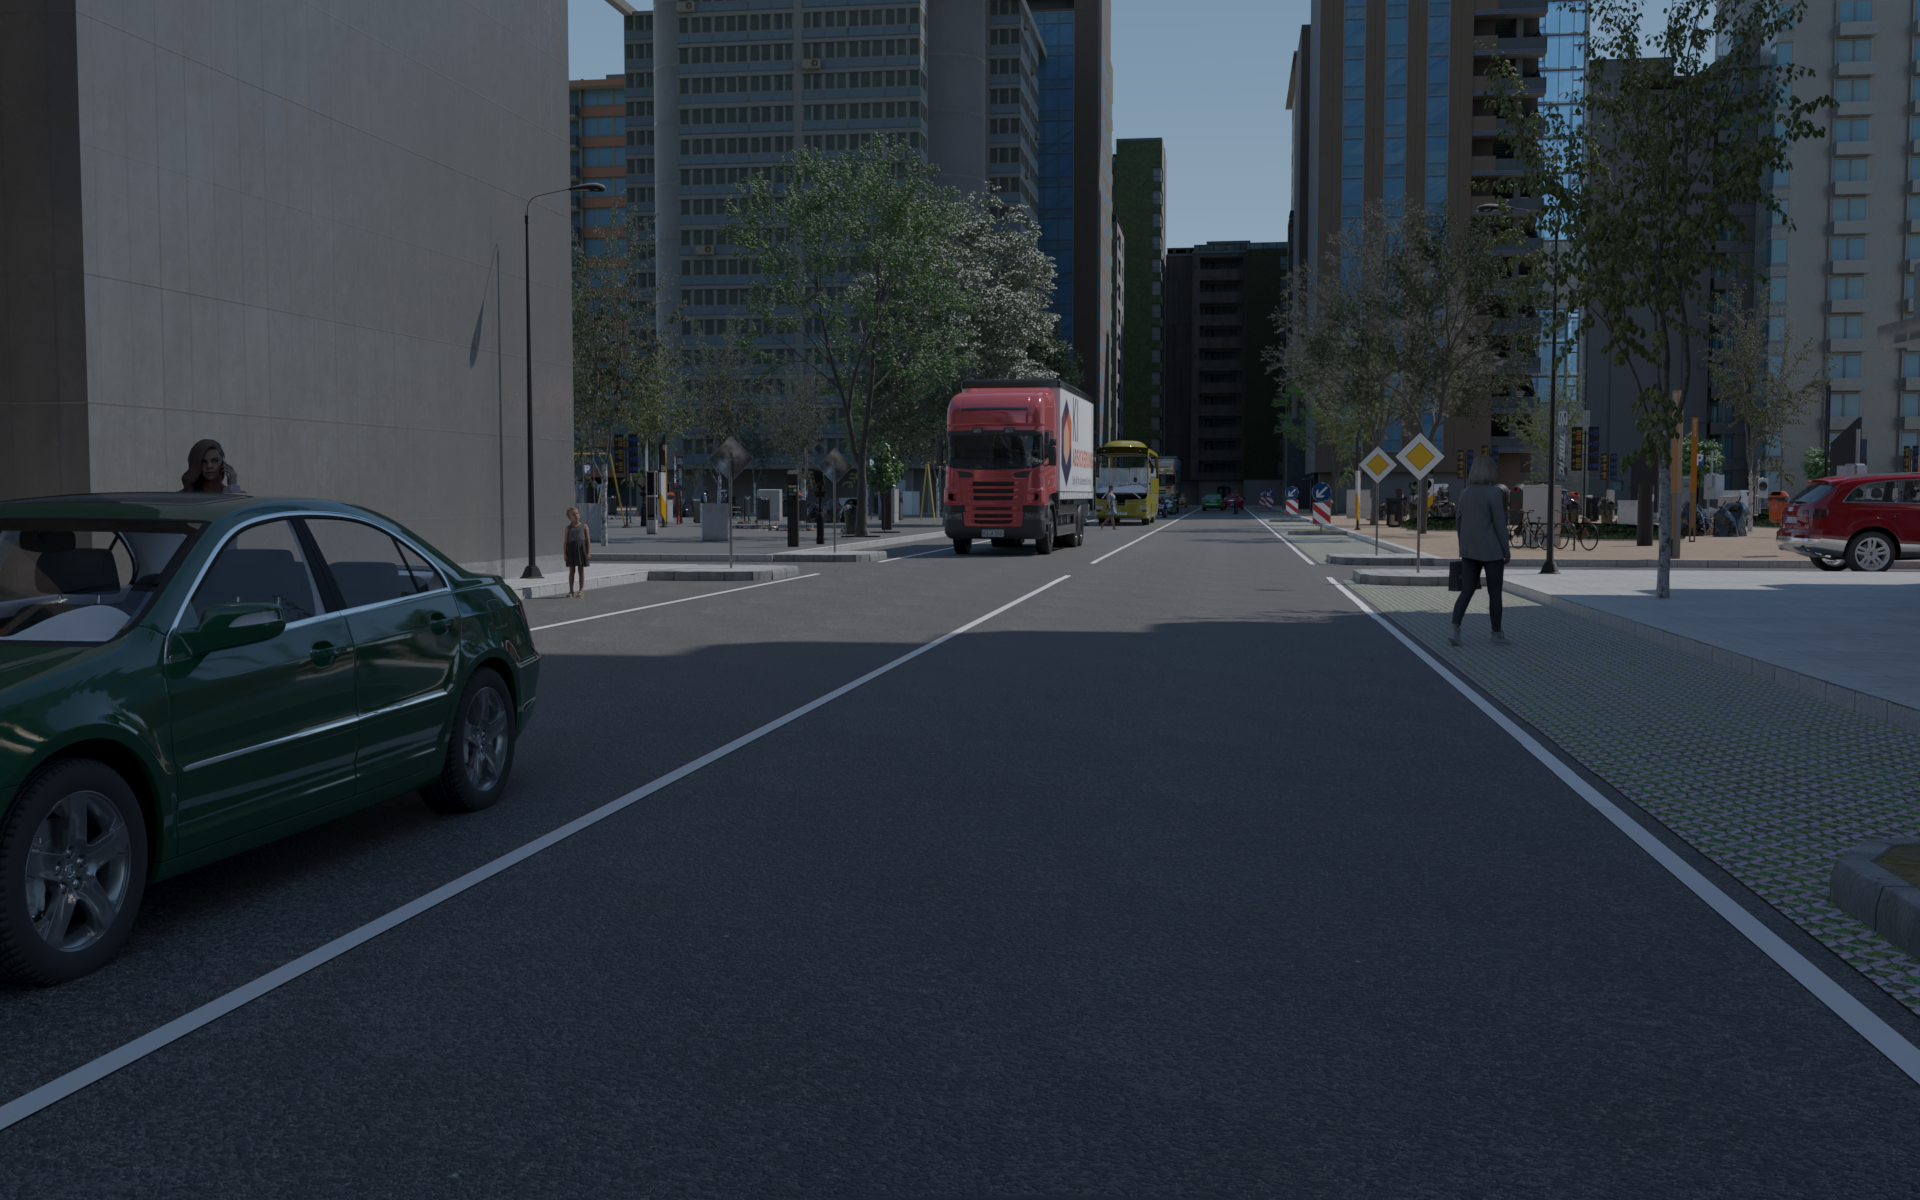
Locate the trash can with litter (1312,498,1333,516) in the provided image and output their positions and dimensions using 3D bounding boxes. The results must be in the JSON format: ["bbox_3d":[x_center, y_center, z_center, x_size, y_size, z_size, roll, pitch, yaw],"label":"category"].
[{"bbox_3d":[20.262,-5.226,96.831,1.055,1.170,0.624,0,4,-7],"label":"trash can with litter"}]

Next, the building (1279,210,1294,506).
[{"bbox_3d":[40.396,-24.786,176.951,14.160,30.474,14.107,1,4,9],"label":"building"}]

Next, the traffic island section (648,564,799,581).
[{"bbox_3d":[-3.981,-0.469,29.956,2.009,0.180,2.903,1,4,9],"label":"traffic island section"}]

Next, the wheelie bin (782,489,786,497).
[{"bbox_3d":[-11.175,-6.044,106.726,0.980,1.594,0.693,1,4,11],"label":"wheelie bin"}]

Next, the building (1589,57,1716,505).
[{"bbox_3d":[76.123,-35.025,196.367,21.600,48.544,21.300,1,4,9],"label":"building"}]

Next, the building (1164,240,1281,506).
[{"bbox_3d":[30.786,-26.224,200.468,14.107,30.474,14.160,1,4,9],"label":"building"}]

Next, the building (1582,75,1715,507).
[{"bbox_3d":[65.621,-29.908,172.596,14.086,41.232,14.154,1,4,9],"label":"building"}]

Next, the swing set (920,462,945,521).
[{"bbox_3d":[-0.086,-5.263,83.674,3.119,2.851,2.862,-1,4,-15],"label":"swing set"}]

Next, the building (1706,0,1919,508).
[{"bbox_3d":[87.629,-33.319,164.366,30.456,49.044,23.786,1,4,9],"label":"building"}]

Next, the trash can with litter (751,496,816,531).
[{"bbox_3d":[-5.975,-3.023,60.481,2.233,1.210,1.678,0,4,2],"label":"trash can with litter"}]

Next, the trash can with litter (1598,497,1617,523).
[{"bbox_3d":[27.572,-3.783,73.236,1.055,1.170,0.624,0,4,-5],"label":"trash can with litter"}]

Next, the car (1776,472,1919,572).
[{"bbox_3d":[17.579,-1.371,31.086,5.304,1.827,2.281,0,4,7],"label":"car"}]

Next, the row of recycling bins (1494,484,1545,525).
[{"bbox_3d":[22.651,-3.939,71.515,3.534,1.692,1.069,3,4,38],"label":"row of recycling bins"}]

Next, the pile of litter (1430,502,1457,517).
[{"bbox_3d":[25.893,-4.717,91.083,1.719,0.858,1.176,3,5,44],"label":"pile of litter"}]

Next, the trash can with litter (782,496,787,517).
[{"bbox_3d":[-9.619,-5.279,97.698,1.055,1.170,0.624,1,4,11],"label":"trash can with litter"}]

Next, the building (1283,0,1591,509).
[{"bbox_3d":[38.112,-50.508,138.472,22.319,86.520,31.000,1,4,9],"label":"building"}]

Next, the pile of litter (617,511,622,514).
[{"bbox_3d":[-22.422,-5.929,110.910,1.719,0.858,1.176,0,4,-6],"label":"pile of litter"}]

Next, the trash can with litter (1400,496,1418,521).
[{"bbox_3d":[18.670,-3.708,72.008,1.055,1.170,0.624,1,4,13],"label":"trash can with litter"}]

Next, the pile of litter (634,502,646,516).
[{"bbox_3d":[-19.216,-5.538,104.515,1.176,0.858,1.719,1,4,21],"label":"pile of litter"}]

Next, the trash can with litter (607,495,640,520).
[{"bbox_3d":[-17.237,-4.653,87.128,2.233,1.210,1.678,1,4,14],"label":"trash can with litter"}]

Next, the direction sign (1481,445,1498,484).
[{"bbox_3d":[24.499,-5.392,80.158,0.379,3.537,0.876,-3,5,-39],"label":"direction sign"}]

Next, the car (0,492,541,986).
[{"bbox_3d":[-3.251,0.314,6.670,2.131,1.459,4.920,1,4,9],"label":"car"}]

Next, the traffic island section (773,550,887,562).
[{"bbox_3d":[-2.759,-0.952,37.848,2.009,0.180,2.903,1,4,9],"label":"traffic island section"}]

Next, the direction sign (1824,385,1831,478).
[{"bbox_3d":[18.212,-2.717,36.426,0.379,3.537,0.876,1,4,22],"label":"direction sign"}]

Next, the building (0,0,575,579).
[{"bbox_3d":[-22.016,-12.606,25.176,30.058,24.678,14.314,1,4,9],"label":"building"}]

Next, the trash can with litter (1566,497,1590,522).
[{"bbox_3d":[25.426,-3.652,71.104,1.055,1.170,0.624,2,4,26],"label":"trash can with litter"}]

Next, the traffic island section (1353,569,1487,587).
[{"bbox_3d":[7.474,-0.361,28.185,2.009,0.180,2.903,1,4,9],"label":"traffic island section"}]

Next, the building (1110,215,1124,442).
[{"bbox_3d":[9.993,-25.078,181.719,14.107,30.474,14.160,1,4,9],"label":"building"}]

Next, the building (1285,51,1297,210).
[{"bbox_3d":[52.432,-37.579,203.650,27.495,52.752,28.713,1,4,9],"label":"building"}]

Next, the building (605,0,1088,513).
[{"bbox_3d":[-7.193,-26.562,126.173,32.217,40.220,23.993,1,4,9],"label":"building"}]

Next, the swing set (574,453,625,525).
[{"bbox_3d":[-14.847,-4.203,66.343,3.119,2.851,2.862,1,4,13],"label":"swing set"}]

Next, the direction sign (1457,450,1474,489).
[{"bbox_3d":[25.822,-5.905,88.544,0.876,3.537,0.379,3,5,44],"label":"direction sign"}]

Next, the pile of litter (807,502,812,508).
[{"bbox_3d":[-9.151,-5.376,101.859,1.176,0.858,1.719,3,4,38],"label":"pile of litter"}]

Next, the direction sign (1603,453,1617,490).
[{"bbox_3d":[36.038,-6.379,96.297,0.876,3.537,0.379,0,4,4],"label":"direction sign"}]

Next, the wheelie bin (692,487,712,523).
[{"bbox_3d":[-11.365,-4.187,76.367,0.980,1.594,0.693,3,5,44],"label":"wheelie bin"}]

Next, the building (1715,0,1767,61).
[{"bbox_3d":[96.974,-46.126,192.414,20.611,71.187,20.563,1,4,9],"label":"building"}]

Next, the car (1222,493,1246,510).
[{"bbox_3d":[24.890,-9.083,157.547,2.155,1.783,4.494,1,4,9],"label":"car"}]

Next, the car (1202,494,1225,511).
[{"bbox_3d":[21.731,-8.551,148.600,1.959,1.807,4.718,1,4,10],"label":"car"}]

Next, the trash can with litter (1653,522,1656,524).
[{"bbox_3d":[26.770,-3.414,66.874,1.678,1.210,2.233,2,4,34],"label":"trash can with litter"}]

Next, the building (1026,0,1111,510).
[{"bbox_3d":[5.013,-30.172,143.422,14.600,45.320,14.200,1,4,9],"label":"building"}]

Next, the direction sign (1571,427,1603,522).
[{"bbox_3d":[21.009,-4.053,58.266,0.876,3.537,0.379,2,4,26],"label":"direction sign"}]

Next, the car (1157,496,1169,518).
[{"bbox_3d":[11.654,-5.637,104.744,1.945,1.354,3.894,0,4,8],"label":"car"}]

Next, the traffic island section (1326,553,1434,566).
[{"bbox_3d":[8.695,-0.844,36.076,2.009,0.180,2.903,1,4,9],"label":"traffic island section"}]

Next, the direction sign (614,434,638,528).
[{"bbox_3d":[-12.612,-4.495,65.495,0.876,3.537,0.379,0,4,1],"label":"direction sign"}]

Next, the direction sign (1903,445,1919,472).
[{"bbox_3d":[44.436,-5.444,81.011,0.379,3.537,0.876,-1,4,-14],"label":"direction sign"}]

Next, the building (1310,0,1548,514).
[{"bbox_3d":[30.920,-28.562,117.104,14.600,45.320,14.200,1,4,9],"label":"building"}]

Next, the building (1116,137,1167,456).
[{"bbox_3d":[16.900,-31.742,202.577,14.086,41.232,14.154,1,4,9],"label":"building"}]

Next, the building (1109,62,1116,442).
[{"bbox_3d":[6.347,-28.993,157.625,14.154,41.232,14.086,1,4,9],"label":"building"}]

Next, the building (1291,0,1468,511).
[{"bbox_3d":[38.539,-31.338,162.489,14.600,45.320,14.200,1,4,9],"label":"building"}]

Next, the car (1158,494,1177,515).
[{"bbox_3d":[13.987,-6.611,119.888,2.131,1.459,4.920,1,4,10],"label":"car"}]

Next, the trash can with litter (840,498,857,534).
[{"bbox_3d":[-3.542,-2.667,54.988,0.624,1.170,1.055,-2,4,-25],"label":"trash can with litter"}]

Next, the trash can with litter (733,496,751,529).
[{"bbox_3d":[-7.590,-3.236,63.967,2.233,1.210,1.678,1,4,16],"label":"trash can with litter"}]

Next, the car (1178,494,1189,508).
[{"bbox_3d":[23.477,-10.720,185.496,2.015,1.641,3.980,1,4,9],"label":"car"}]

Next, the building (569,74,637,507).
[{"bbox_3d":[-32.364,-32.331,183.234,28.867,44.769,22.147,1,4,9],"label":"building"}]
